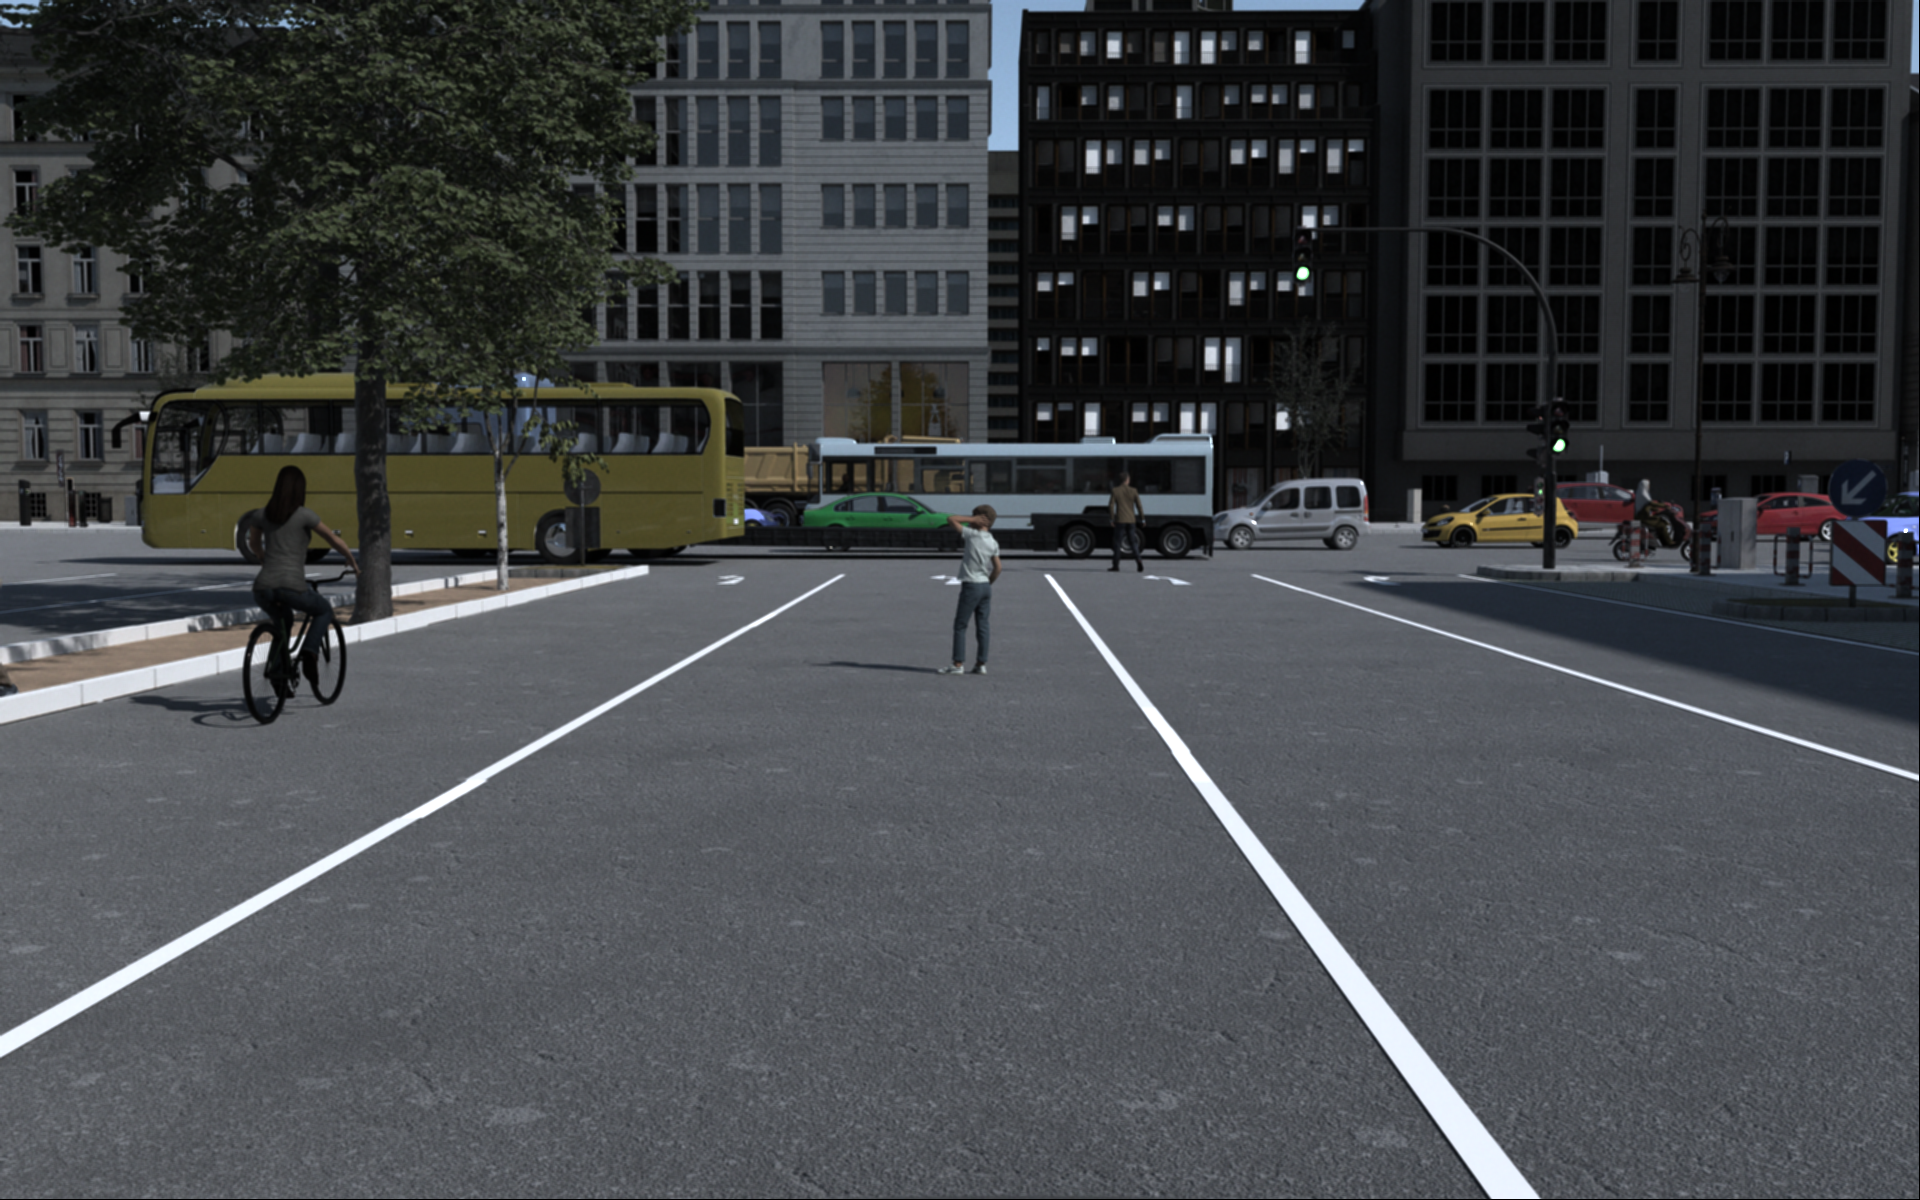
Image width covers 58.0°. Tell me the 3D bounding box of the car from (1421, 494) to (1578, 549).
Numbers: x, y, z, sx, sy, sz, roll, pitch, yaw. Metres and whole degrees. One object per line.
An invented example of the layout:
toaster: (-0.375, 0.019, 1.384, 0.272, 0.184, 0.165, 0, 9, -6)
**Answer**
car: (14.374, -2.203, 46.240, 3.980, 1.641, 2.015, 0, 4, -1)

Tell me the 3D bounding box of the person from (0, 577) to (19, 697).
person: (-6.558, 0.077, 11.514, 0.475, 1.303, 0.640, 1, 4, 18)

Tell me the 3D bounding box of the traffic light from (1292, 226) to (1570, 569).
traffic light: (7.998, -3.357, 29.550, 4.771, 5.953, 1.251, 0, 4, 1)

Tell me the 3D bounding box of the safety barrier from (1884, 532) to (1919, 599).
safety barrier: (11.617, -0.429, 21.291, 0.300, 0.817, 1.120, 0, 4, 1)

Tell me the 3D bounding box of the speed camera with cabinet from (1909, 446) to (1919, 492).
speed camera with cabinet: (38.212, -4.480, 67.581, 2.038, 3.252, 0.660, 2, 4, 24)

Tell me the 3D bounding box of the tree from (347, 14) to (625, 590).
tree: (-6.736, -4.425, 25.162, 4.737, 8.622, 4.395, 0, 3, 0)

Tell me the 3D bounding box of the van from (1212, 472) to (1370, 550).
van: (8.512, -2.322, 44.978, 4.112, 2.044, 2.013, 0, 4, 2)

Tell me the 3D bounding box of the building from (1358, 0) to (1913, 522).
building: (30.763, -17.740, 83.559, 24.014, 27.812, 14.314, 0, 4, 1)

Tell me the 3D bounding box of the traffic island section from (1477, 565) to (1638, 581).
traffic island section: (10.131, -0.458, 29.773, 2.009, 0.180, 2.903, 0, 4, 1)

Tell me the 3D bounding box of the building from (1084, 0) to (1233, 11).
building: (27.837, -49.368, 245.416, 20.611, 71.187, 20.563, 0, 4, 1)

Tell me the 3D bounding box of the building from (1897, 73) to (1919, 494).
building: (51.874, -14.222, 81.681, 18.267, 20.994, 9.793, 0, 4, 1)

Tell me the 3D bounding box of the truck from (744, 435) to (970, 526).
truck: (-3.594, -3.800, 58.059, 9.791, 3.379, 3.469, 0, 4, 2)

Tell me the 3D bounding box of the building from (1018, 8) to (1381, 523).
building: (10.833, -15.522, 83.459, 15.834, 23.373, 12.332, 0, 4, 1)

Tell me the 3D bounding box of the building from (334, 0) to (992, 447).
building: (-13.386, -18.719, 83.548, 29.804, 29.767, 11.434, 0, 4, 1)

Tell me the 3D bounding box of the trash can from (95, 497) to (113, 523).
trash can: (-38.374, -4.039, 77.693, 0.748, 1.137, 0.748, 0, 3, 0)

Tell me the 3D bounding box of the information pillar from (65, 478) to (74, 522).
information pillar: (-40.853, -4.586, 79.473, 0.304, 2.012, 0.304, -3, 4, -37)

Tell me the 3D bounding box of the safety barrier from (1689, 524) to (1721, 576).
safety barrier: (11.707, -0.792, 27.218, 0.300, 0.817, 1.120, 0, 4, 1)

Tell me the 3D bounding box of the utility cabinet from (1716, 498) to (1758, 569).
utility cabinet: (13.412, -1.148, 29.933, 0.306, 1.237, 1.020, 0, 4, 2)

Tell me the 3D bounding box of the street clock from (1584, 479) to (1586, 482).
street clock: (27.515, -4.355, 75.767, 0.471, 2.002, 0.358, 1, 4, 11)

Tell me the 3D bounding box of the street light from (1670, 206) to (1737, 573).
street light: (12.045, -3.389, 28.198, 0.468, 5.910, 1.993, 0, 4, 1)

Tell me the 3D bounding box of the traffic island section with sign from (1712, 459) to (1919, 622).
traffic island section with sign: (9.991, -0.710, 20.242, 1.989, 1.847, 2.006, 0, 4, 1)

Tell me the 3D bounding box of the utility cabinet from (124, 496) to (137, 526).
utility cabinet: (-33.458, -3.608, 70.145, 1.020, 1.237, 0.306, 3, 5, 40)

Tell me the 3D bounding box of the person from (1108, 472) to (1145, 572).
person: (3.089, -1.441, 31.976, 0.656, 1.842, 0.836, -3, 5, -40)

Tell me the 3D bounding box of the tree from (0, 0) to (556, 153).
tree: (-7.124, -5.881, 8.988, 12.009, 13.543, 11.850, 0, 3, 0)

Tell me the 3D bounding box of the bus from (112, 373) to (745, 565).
bus: (-10.704, -2.697, 35.643, 12.252, 3.916, 2.896, 0, 4, 2)

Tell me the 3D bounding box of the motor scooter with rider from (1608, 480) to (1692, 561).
motor scooter with rider: (14.811, -1.703, 36.806, 1.986, 1.779, 0.876, 0, 4, 3)

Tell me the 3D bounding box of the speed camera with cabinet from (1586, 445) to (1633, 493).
speed camera with cabinet: (26.543, -4.673, 70.744, 2.038, 3.252, 0.660, -2, 4, -24)

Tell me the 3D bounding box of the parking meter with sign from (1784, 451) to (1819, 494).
parking meter with sign: (34.201, -4.499, 69.821, 1.738, 3.016, 0.543, 0, 4, 7)

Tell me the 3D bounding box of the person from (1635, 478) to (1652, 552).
person: (16.719, -2.079, 42.507, 0.654, 1.822, 0.581, 0, 4, 1)

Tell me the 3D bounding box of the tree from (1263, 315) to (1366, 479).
tree: (14.654, -7.465, 72.414, 4.360, 8.622, 3.978, 0, 3, 0)

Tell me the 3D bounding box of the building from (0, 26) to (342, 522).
building: (-44.298, -15.538, 87.327, 30.059, 22.955, 16.112, 0, 4, 1)

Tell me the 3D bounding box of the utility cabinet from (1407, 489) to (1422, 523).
utility cabinet: (20.096, -4.157, 76.651, 0.318, 1.500, 1.173, 2, 4, 31)

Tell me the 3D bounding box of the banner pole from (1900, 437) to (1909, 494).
banner pole: (41.292, -5.246, 75.785, 0.401, 3.779, 0.863, 0, 4, 6)

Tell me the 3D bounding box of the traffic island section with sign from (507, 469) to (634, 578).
traffic island section with sign: (-6.745, -1.354, 30.270, 2.006, 1.907, 1.989, 0, 4, 1)

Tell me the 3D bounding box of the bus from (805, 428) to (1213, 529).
bus: (1.037, -3.597, 53.667, 13.247, 3.499, 2.948, 0, 4, 0)

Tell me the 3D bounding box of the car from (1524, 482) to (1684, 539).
car: (20.578, -2.884, 55.819, 5.304, 1.827, 2.281, 0, 4, 0)

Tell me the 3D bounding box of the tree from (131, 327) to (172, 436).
tree: (-32.810, -7.493, 72.880, 4.360, 8.622, 3.978, 0, 3, 0)

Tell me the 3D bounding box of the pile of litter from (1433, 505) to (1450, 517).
pile of litter: (19.509, -3.379, 69.209, 1.719, 0.858, 1.176, 0, 4, 8)

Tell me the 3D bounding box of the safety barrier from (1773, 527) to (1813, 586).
safety barrier: (11.663, -0.611, 24.258, 0.300, 0.817, 1.120, 0, 4, 1)

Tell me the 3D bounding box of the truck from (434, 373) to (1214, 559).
truck: (-3.793, -3.021, 39.154, 18.799, 4.110, 2.967, 0, 4, 3)

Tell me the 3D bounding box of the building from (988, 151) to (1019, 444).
building: (6.162, -38.133, 247.179, 21.600, 48.544, 21.300, 0, 4, 1)

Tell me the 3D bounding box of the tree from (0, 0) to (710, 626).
tree: (-6.462, -6.009, 18.837, 7.486, 12.596, 7.792, 0, 3, 0)

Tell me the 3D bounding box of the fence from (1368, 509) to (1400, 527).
fence: (16.197, -3.158, 67.010, 2.069, 0.683, 0.278, -2, 4, -31)

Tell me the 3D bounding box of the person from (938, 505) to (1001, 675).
person: (0.077, -0.085, 13.807, 0.340, 1.345, 0.435, 3, 5, 44)

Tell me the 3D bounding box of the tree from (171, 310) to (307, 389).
tree: (-27.228, -7.142, 67.129, 4.360, 8.622, 3.978, 0, 3, 0)

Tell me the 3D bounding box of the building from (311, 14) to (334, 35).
building: (-41.132, -29.571, 133.592, 14.600, 45.320, 14.200, 0, 4, 1)

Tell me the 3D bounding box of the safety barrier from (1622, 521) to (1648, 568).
safety barrier: (11.754, -0.972, 30.172, 0.300, 0.817, 1.120, 0, 4, 1)
